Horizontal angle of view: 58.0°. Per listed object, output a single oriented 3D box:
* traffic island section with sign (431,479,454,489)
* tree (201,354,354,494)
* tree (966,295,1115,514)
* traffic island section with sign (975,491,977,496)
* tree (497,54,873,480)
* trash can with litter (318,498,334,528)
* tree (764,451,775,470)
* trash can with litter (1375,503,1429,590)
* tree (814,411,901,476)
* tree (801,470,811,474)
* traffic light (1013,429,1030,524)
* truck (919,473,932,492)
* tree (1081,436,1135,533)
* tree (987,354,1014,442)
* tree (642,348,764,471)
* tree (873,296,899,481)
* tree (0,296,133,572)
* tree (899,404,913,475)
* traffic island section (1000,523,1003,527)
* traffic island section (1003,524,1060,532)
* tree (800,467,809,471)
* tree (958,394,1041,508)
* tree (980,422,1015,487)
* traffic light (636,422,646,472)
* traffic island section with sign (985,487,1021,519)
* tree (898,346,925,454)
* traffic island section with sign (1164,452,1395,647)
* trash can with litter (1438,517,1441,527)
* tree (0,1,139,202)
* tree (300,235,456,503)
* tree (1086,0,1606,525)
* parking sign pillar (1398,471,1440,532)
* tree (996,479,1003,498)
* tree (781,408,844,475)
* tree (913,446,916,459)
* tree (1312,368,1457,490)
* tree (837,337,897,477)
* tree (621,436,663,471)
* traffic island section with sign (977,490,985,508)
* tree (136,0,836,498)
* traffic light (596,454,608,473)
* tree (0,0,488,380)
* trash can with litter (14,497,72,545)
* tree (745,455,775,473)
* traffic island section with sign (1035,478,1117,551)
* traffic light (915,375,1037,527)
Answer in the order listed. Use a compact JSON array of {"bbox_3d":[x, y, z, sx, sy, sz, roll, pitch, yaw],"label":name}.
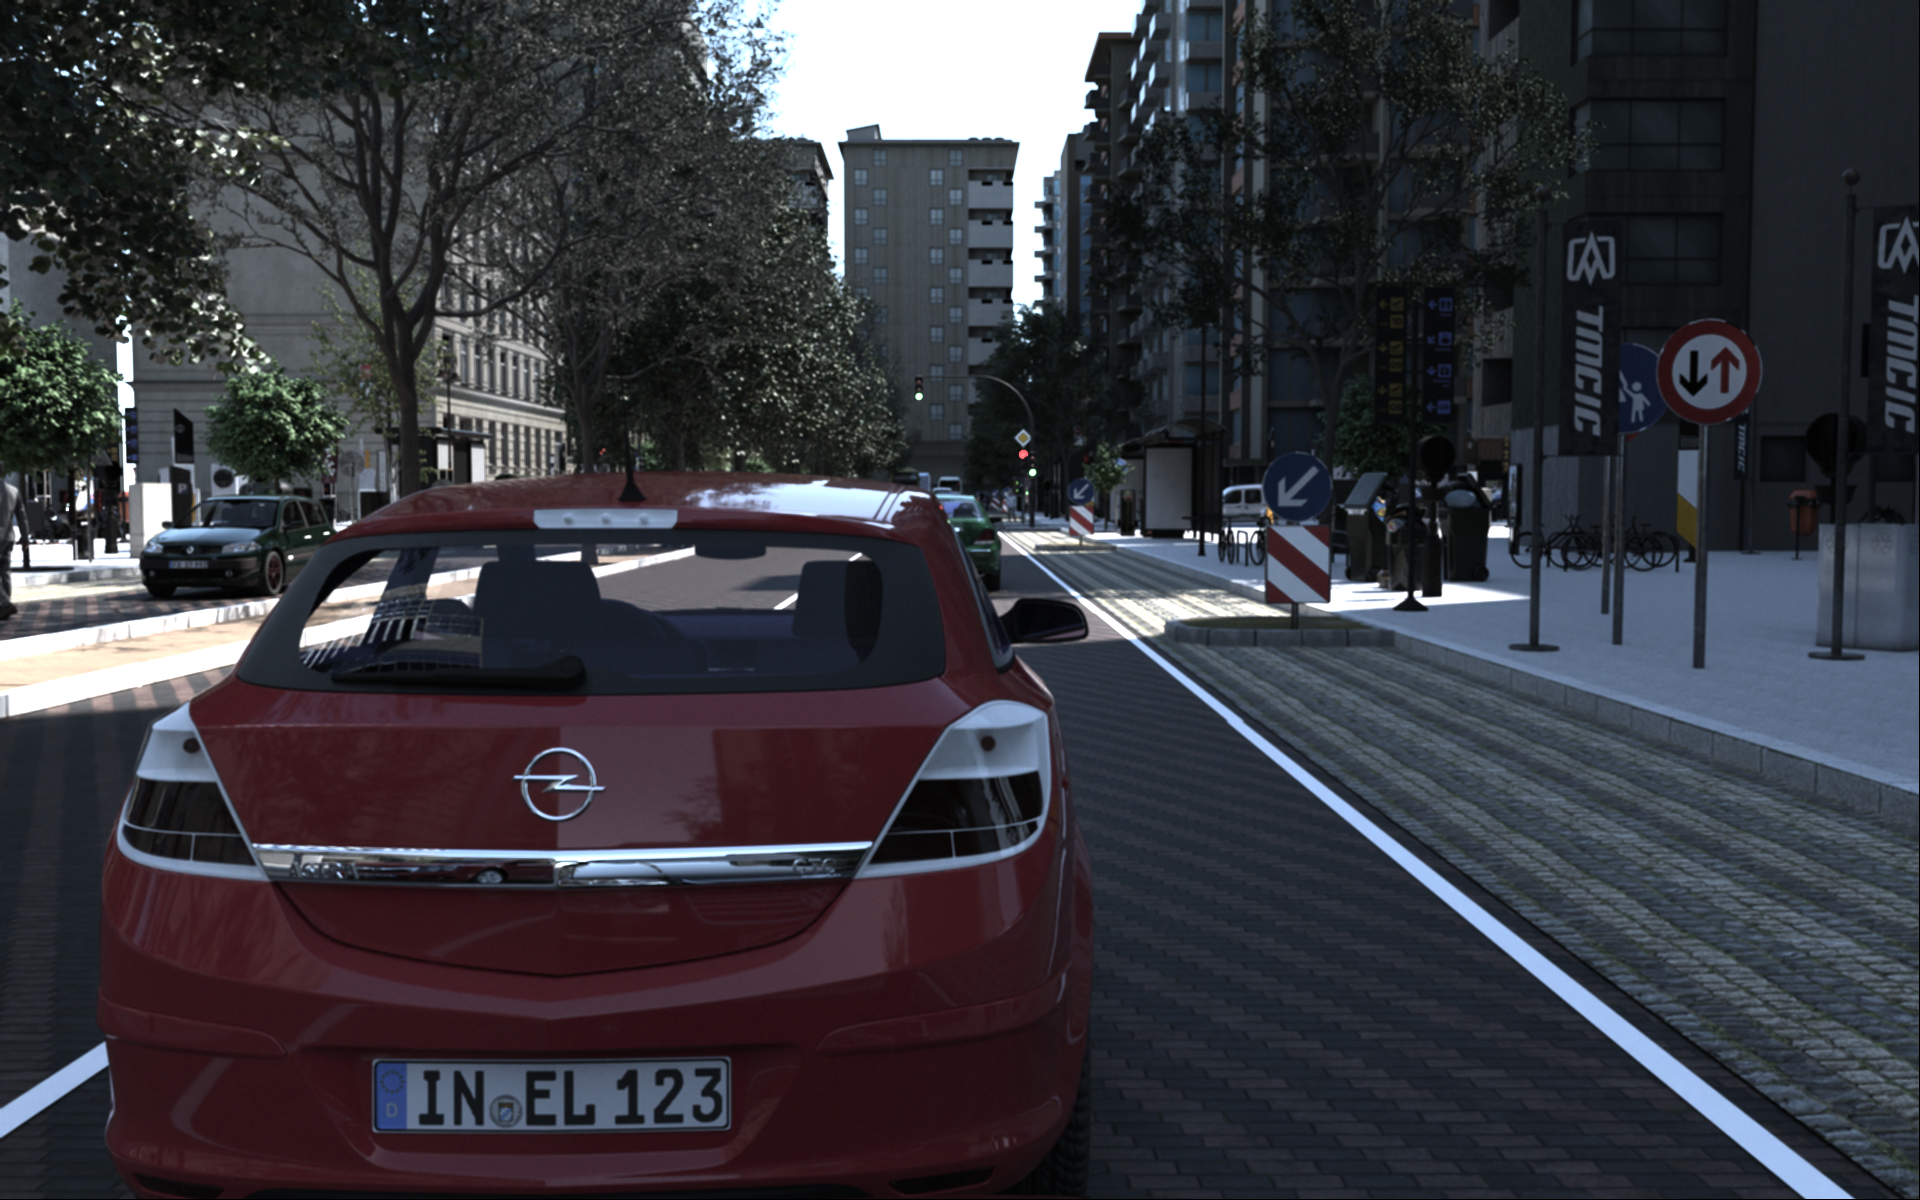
[{"bbox_3d":[-13.301,-2.176,44.204,1.989,1.847,2.006,0,4,0],"label":"traffic island section with sign"},{"bbox_3d":[-16.013,-3.476,40.551,4.285,4.588,4.351,0,3,0],"label":"tree"},{"bbox_3d":[5.707,-12.455,110.302,9.857,13.997,8.962,0,3,0],"label":"tree"},{"bbox_3d":[2.184,-10.294,176.935,1.989,1.847,2.006,0,4,0],"label":"traffic island section with sign"},{"bbox_3d":[-7.399,-7.687,45.147,9.611,12.733,9.660,0,3,0],"label":"tree"},{"bbox_3d":[-20.190,-2.663,54.926,0.624,1.170,1.055,-2,4,-26],"label":"trash can with litter"},{"bbox_3d":[-16.546,-14.158,149.618,7.486,12.596,7.792,0,3,0],"label":"tree"},{"bbox_3d":[5.863,-0.727,23.272,0.624,1.170,1.055,0,4,-8],"label":"trash can with litter"},{"bbox_3d":[-7.696,-10.232,104.158,8.767,10.594,7.601,0,4,0],"label":"tree"},{"bbox_3d":[-16.469,-12.955,195.521,4.285,4.588,4.351,0,3,0],"label":"tree"},{"bbox_3d":[2.702,-5.239,74.580,0.839,4.253,0.868,0,4,0],"label":"traffic light"},{"bbox_3d":[-5.202,-13.709,213.898,2.967,4.110,18.799,0,4,1],"label":"truck"},{"bbox_3d":[4.727,-3.850,57.552,1.663,3.219,1.824,0,3,0],"label":"tree"},{"bbox_3d":[5.214,-9.034,82.114,8.767,10.594,7.601,1,4,11],"label":"tree"},{"bbox_3d":[-17.296,-11.885,112.449,7.486,12.596,7.792,0,3,0],"label":"tree"},{"bbox_3d":[-7.036,-8.304,55.230,9.611,12.733,9.660,0,3,0],"label":"tree"},{"bbox_3d":[-15.760,-2.772,29.041,4.285,4.588,4.351,0,3,0],"label":"tree"},{"bbox_3d":[-7.694,-10.761,95.403,9.611,12.733,9.660,0,3,0],"label":"tree"},{"bbox_3d":[2.742,-3.206,74.694,2.009,0.180,2.903,0,4,0],"label":"traffic island section"},{"bbox_3d":[2.786,-2.717,66.709,2.009,0.180,2.903,0,4,0],"label":"traffic island section"},{"bbox_3d":[-16.289,-13.463,170.477,4.737,8.622,4.395,0,3,0],"label":"tree"},{"bbox_3d":[4.343,-14.980,161.937,9.611,12.733,9.660,0,3,0],"label":"tree"},{"bbox_3d":[4.894,-16.242,183.677,7.486,12.596,7.792,0,3,0],"label":"tree"},{"bbox_3d":[-11.668,-6.107,74.520,4.771,5.953,1.251,0,4,0],"label":"traffic light"},{"bbox_3d":[2.607,-5.545,99.292,1.989,1.847,2.006,0,4,0],"label":"traffic island section with sign"},{"bbox_3d":[-7.422,-10.159,78.929,12.009,13.543,11.850,0,3,0],"label":"tree"},{"bbox_3d":[3.066,-0.517,17.089,1.989,1.847,2.006,0,4,0],"label":"traffic island section with sign"},{"bbox_3d":[17.032,-3.236,63.963,2.233,1.210,1.678,-2,4,-25],"label":"trash can with litter"},{"bbox_3d":[-7.056,-6.669,21.872,12.009,13.543,11.850,0,3,0],"label":"tree"},{"bbox_3d":[-15.914,-5.979,48.114,4.737,8.622,4.395,0,3,0],"label":"tree"},{"bbox_3d":[6.054,-5.775,28.827,8.767,10.594,7.601,1,4,14],"label":"tree"},{"bbox_3d":[15.575,-4.304,58.846,1.447,3.967,1.447,2,4,27],"label":"parking sign pillar"},{"bbox_3d":[4.187,-14.998,195.583,4.737,8.622,4.395,0,3,0],"label":"tree"},{"bbox_3d":[-7.679,-8.287,88.309,4.360,8.622,3.978,0,3,0],"label":"tree"},{"bbox_3d":[-7.976,-12.444,122.927,9.611,12.733,9.660,0,3,0],"label":"tree"},{"bbox_3d":[10.407,-3.598,42.537,4.285,4.588,4.351,0,3,0],"label":"tree"},{"bbox_3d":[-7.774,-11.309,113.109,9.928,11.665,9.643,0,3,0],"label":"tree"},{"bbox_3d":[-16.793,-6.729,93.740,4.285,4.588,4.351,0,3,0],"label":"tree"},{"bbox_3d":[2.463,-7.225,126.762,1.989,1.847,2.006,0,4,0],"label":"traffic island section with sign"},{"bbox_3d":[-7.411,-7.425,34.232,12.009,13.543,11.850,0,3,0],"label":"tree"},{"bbox_3d":[-13.715,-4.744,66.489,0.839,4.253,0.868,0,4,0],"label":"traffic light"},{"bbox_3d":[-6.993,-6.178,10.126,9.857,13.997,8.962,0,3,0],"label":"tree"},{"bbox_3d":[-23.096,-1.999,43.740,2.233,1.210,1.678,1,4,8],"label":"trash can with litter"},{"bbox_3d":[-16.709,-9.633,141.205,4.285,4.588,4.351,0,3,0],"label":"tree"},{"bbox_3d":[2.918,-2.166,44.044,1.989,1.847,2.006,0,4,0],"label":"traffic island section with sign"},{"bbox_3d":[0.654,-5.613,66.442,4.771,5.953,1.251,0,4,0],"label":"traffic light"}]
